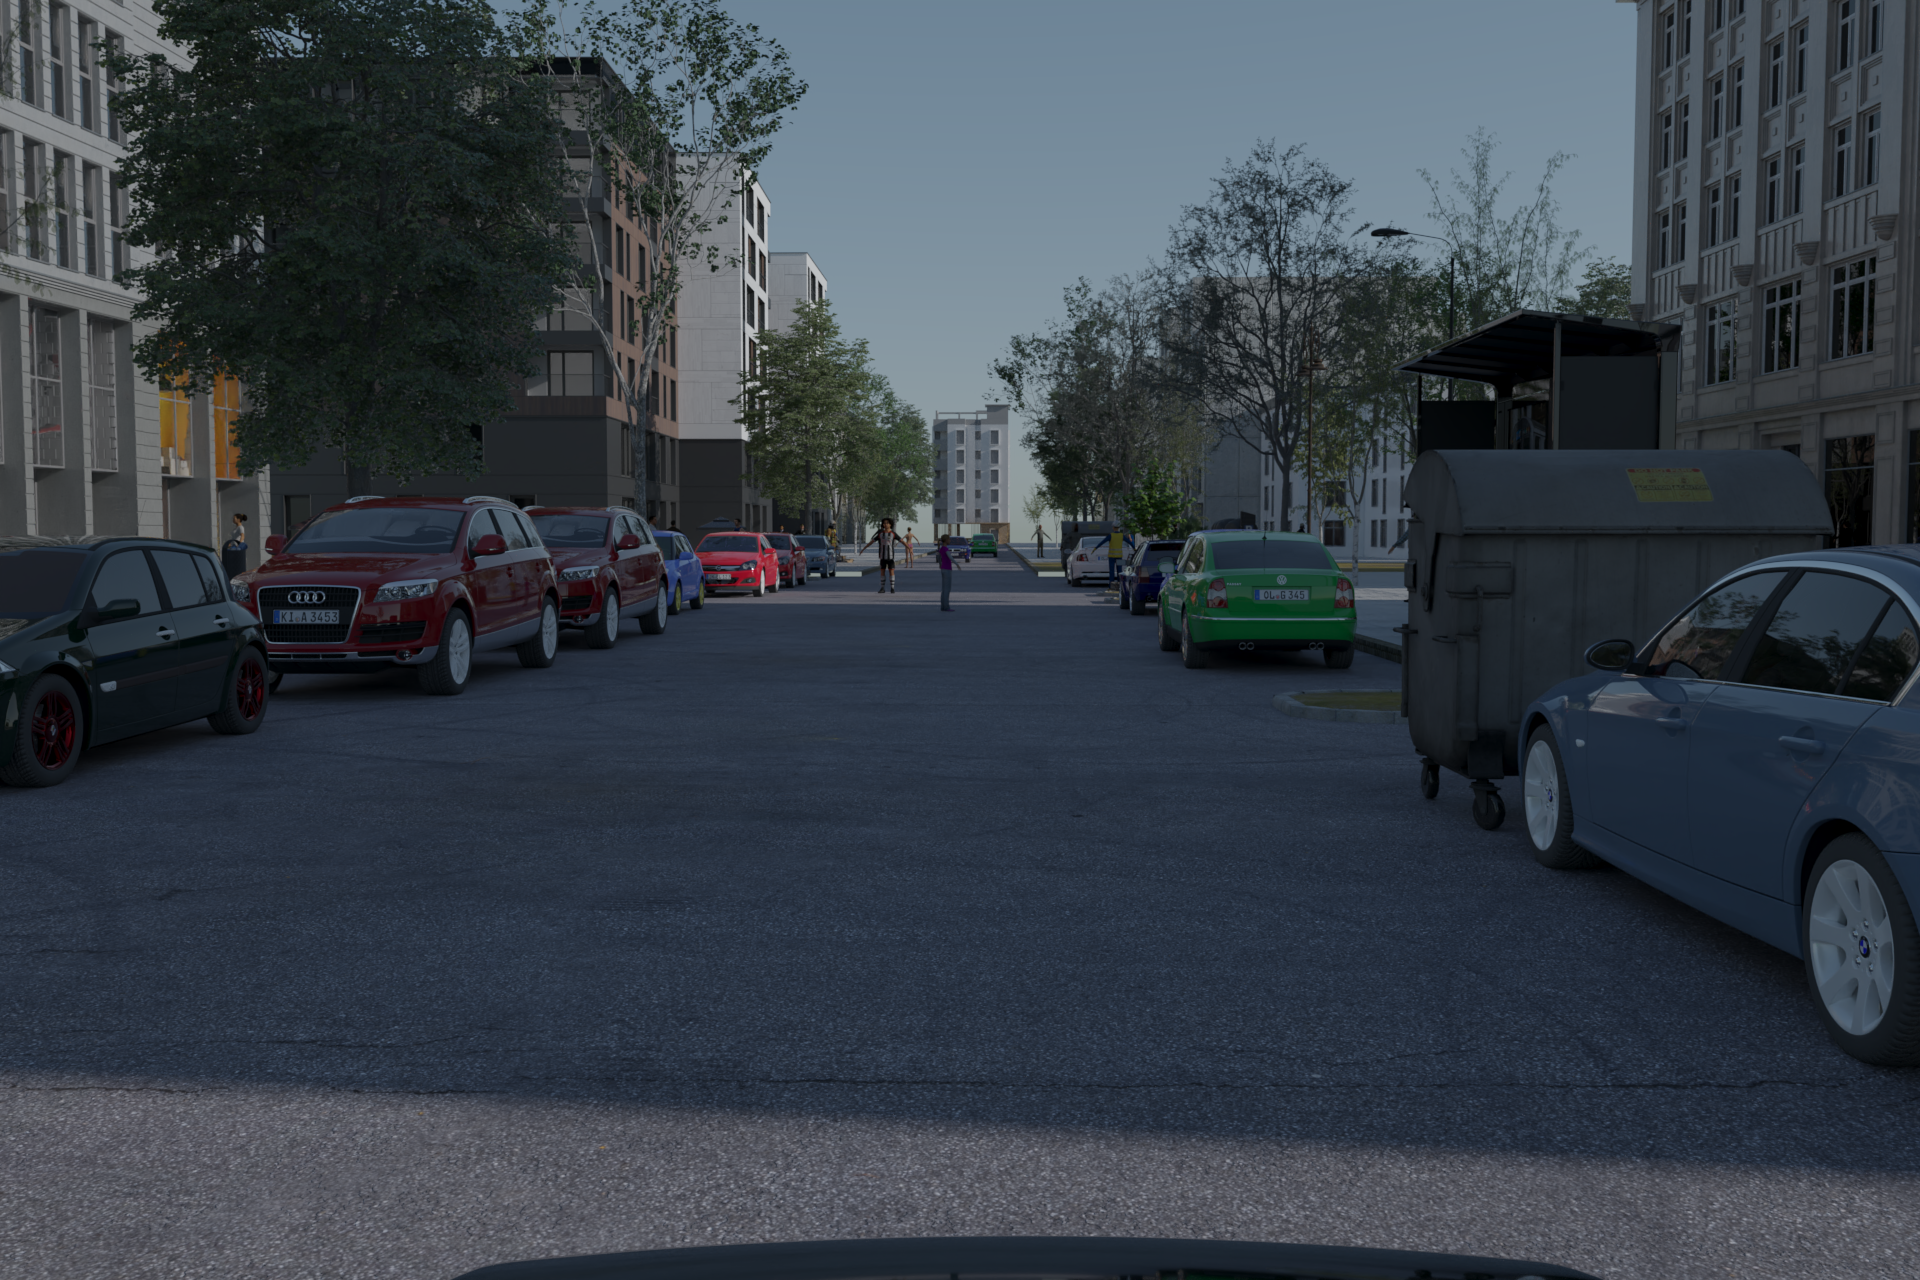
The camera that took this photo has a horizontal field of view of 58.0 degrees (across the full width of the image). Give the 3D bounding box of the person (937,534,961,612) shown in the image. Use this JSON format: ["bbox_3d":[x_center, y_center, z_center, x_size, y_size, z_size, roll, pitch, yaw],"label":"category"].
[{"bbox_3d":[-0.201,-1.244,32.071,0.599,1.433,0.991,-1,4,-22],"label":"person"}]

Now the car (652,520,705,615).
[{"bbox_3d":[-5.781,-1.356,31.769,1.945,1.707,3.694,0,4,1],"label":"car"}]

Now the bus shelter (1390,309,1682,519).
[{"bbox_3d":[6.795,-1.829,21.191,1.731,3.624,6.357,0,4,1],"label":"bus shelter"}]

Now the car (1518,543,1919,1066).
[{"bbox_3d":[3.318,0.371,5.933,2.014,1.417,4.499,0,4,2],"label":"car"}]

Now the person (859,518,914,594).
[{"bbox_3d":[-1.763,-2.033,41.836,1.345,1.843,0.704,1,4,10],"label":"person"}]

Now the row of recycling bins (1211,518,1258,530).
[{"bbox_3d":[7.229,-2.380,46.032,1.069,1.692,3.534,0,4,1],"label":"row of recycling bins"}]

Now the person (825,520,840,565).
[{"bbox_3d":[-5.184,-3.949,70.330,0.705,1.858,1.354,1,4,14],"label":"person"}]

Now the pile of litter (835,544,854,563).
[{"bbox_3d":[-5.378,-3.948,78.518,1.176,0.858,1.719,0,4,1],"label":"pile of litter"}]

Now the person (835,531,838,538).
[{"bbox_3d":[-6.830,-5.252,91.840,0.705,1.833,1.349,2,4,30],"label":"person"}]

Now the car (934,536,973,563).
[{"bbox_3d":[-0.322,-4.592,87.663,1.945,1.354,3.894,0,4,1],"label":"car"}]

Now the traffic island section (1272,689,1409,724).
[{"bbox_3d":[3.593,0.539,14.056,1.991,0.108,1.994,0,4,1],"label":"traffic island section"}]

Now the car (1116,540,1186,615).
[{"bbox_3d":[3.883,-1.179,31.849,1.945,1.354,3.894,0,4,1],"label":"car"}]

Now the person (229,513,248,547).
[{"bbox_3d":[-16.042,-1.928,38.290,0.721,1.739,1.217,-2,4,-33],"label":"person"}]

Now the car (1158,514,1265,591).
[{"bbox_3d":[3.824,-0.916,24.566,1.945,1.707,3.694,0,4,0],"label":"car"}]

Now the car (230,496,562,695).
[{"bbox_3d":[-5.423,-0.514,17.083,2.281,1.827,5.304,0,4,1],"label":"car"}]

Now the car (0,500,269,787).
[{"bbox_3d":[-5.951,-0.077,11.044,2.009,1.686,4.222,0,4,1],"label":"car"}]

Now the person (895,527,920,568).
[{"bbox_3d":[-2.190,-3.903,73.072,1.217,1.733,0.721,-2,4,-35],"label":"person"}]

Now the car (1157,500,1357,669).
[{"bbox_3d":[3.299,-0.673,19.794,1.959,1.807,4.718,0,4,1],"label":"car"}]

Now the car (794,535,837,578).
[{"bbox_3d":[-5.097,-2.778,57.427,2.014,1.417,4.499,0,4,1],"label":"car"}]

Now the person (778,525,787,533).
[{"bbox_3d":[-8.975,-4.908,86.963,1.216,1.740,0.721,1,4,16],"label":"person"}]

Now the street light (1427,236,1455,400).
[{"bbox_3d":[8.017,-3.295,26.418,1.470,5.913,1.316,0,4,1],"label":"street light"}]

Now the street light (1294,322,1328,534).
[{"bbox_3d":[7.669,-3.986,37.963,0.468,5.910,1.993,0,4,1],"label":"street light"}]

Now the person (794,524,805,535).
[{"bbox_3d":[-8.456,-5.314,92.812,1.347,1.837,0.705,-1,4,-9],"label":"person"}]

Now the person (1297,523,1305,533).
[{"bbox_3d":[17.925,-5.193,90.688,0.705,1.856,1.354,3,5,39],"label":"person"}]

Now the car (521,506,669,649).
[{"bbox_3d":[-5.293,-0.894,23.297,2.281,1.827,5.304,0,4,2],"label":"car"}]

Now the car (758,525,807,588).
[{"bbox_3d":[-5.253,-2.339,47.282,2.155,1.783,4.494,0,4,1],"label":"car"}]

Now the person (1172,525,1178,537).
[{"bbox_3d":[9.560,-4.325,76.898,1.347,1.806,0.705,2,4,24],"label":"person"}]

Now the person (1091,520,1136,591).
[{"bbox_3d":[3.876,-2.107,43.374,1.216,1.772,0.721,-1,4,-13],"label":"person"}]

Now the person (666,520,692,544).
[{"bbox_3d":[-10.904,-3.659,65.955,1.346,1.812,0.704,0,4,6],"label":"person"}]

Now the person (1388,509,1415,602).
[{"bbox_3d":[8.587,-1.632,32.518,1.345,1.849,0.704,-2,4,-33],"label":"person"}]

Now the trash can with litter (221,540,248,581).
[{"bbox_3d":[-9.176,-0.704,22.571,1.678,1.210,2.233,0,4,2],"label":"trash can with litter"}]

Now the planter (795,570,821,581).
[{"bbox_3d":[-5.340,-1.993,53.719,1.991,0.319,1.994,0,4,1],"label":"planter"}]

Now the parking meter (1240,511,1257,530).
[{"bbox_3d":[7.327,-2.342,44.009,0.399,1.863,0.255,0,4,1],"label":"parking meter"}]

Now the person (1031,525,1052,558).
[{"bbox_3d":[4.383,-5.377,94.188,1.348,1.796,0.705,-2,4,-31],"label":"person"}]

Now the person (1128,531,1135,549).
[{"bbox_3d":[8.592,-4.951,87.067,0.704,1.817,1.347,1,4,12],"label":"person"}]

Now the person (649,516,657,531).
[{"bbox_3d":[-8.750,-2.651,49.505,0.704,1.810,1.344,1,4,9],"label":"person"}]

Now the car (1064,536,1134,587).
[{"bbox_3d":[3.966,-2.196,48.261,2.083,1.381,4.827,0,4,1],"label":"car"}]

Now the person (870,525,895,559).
[{"bbox_3d":[-4.064,-5.144,90.326,1.346,1.802,0.704,1,4,15],"label":"person"}]

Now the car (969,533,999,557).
[{"bbox_3d":[1.453,-6.076,108.139,1.959,1.807,4.718,0,4,1],"label":"car"}]

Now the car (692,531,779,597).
[{"bbox_3d":[-5.348,-1.942,40.791,2.155,1.783,4.494,0,4,1],"label":"car"}]

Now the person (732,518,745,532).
[{"bbox_3d":[-7.548,-3.212,58.692,1.345,1.807,0.704,3,5,44],"label":"person"}]

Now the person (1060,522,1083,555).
[{"bbox_3d":[3.670,-2.848,55.144,1.348,1.813,0.705,-3,4,-36],"label":"person"}]

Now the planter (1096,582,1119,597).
[{"bbox_3d":[4.191,-1.172,40.303,1.991,0.319,1.994,0,4,0],"label":"planter"}]
